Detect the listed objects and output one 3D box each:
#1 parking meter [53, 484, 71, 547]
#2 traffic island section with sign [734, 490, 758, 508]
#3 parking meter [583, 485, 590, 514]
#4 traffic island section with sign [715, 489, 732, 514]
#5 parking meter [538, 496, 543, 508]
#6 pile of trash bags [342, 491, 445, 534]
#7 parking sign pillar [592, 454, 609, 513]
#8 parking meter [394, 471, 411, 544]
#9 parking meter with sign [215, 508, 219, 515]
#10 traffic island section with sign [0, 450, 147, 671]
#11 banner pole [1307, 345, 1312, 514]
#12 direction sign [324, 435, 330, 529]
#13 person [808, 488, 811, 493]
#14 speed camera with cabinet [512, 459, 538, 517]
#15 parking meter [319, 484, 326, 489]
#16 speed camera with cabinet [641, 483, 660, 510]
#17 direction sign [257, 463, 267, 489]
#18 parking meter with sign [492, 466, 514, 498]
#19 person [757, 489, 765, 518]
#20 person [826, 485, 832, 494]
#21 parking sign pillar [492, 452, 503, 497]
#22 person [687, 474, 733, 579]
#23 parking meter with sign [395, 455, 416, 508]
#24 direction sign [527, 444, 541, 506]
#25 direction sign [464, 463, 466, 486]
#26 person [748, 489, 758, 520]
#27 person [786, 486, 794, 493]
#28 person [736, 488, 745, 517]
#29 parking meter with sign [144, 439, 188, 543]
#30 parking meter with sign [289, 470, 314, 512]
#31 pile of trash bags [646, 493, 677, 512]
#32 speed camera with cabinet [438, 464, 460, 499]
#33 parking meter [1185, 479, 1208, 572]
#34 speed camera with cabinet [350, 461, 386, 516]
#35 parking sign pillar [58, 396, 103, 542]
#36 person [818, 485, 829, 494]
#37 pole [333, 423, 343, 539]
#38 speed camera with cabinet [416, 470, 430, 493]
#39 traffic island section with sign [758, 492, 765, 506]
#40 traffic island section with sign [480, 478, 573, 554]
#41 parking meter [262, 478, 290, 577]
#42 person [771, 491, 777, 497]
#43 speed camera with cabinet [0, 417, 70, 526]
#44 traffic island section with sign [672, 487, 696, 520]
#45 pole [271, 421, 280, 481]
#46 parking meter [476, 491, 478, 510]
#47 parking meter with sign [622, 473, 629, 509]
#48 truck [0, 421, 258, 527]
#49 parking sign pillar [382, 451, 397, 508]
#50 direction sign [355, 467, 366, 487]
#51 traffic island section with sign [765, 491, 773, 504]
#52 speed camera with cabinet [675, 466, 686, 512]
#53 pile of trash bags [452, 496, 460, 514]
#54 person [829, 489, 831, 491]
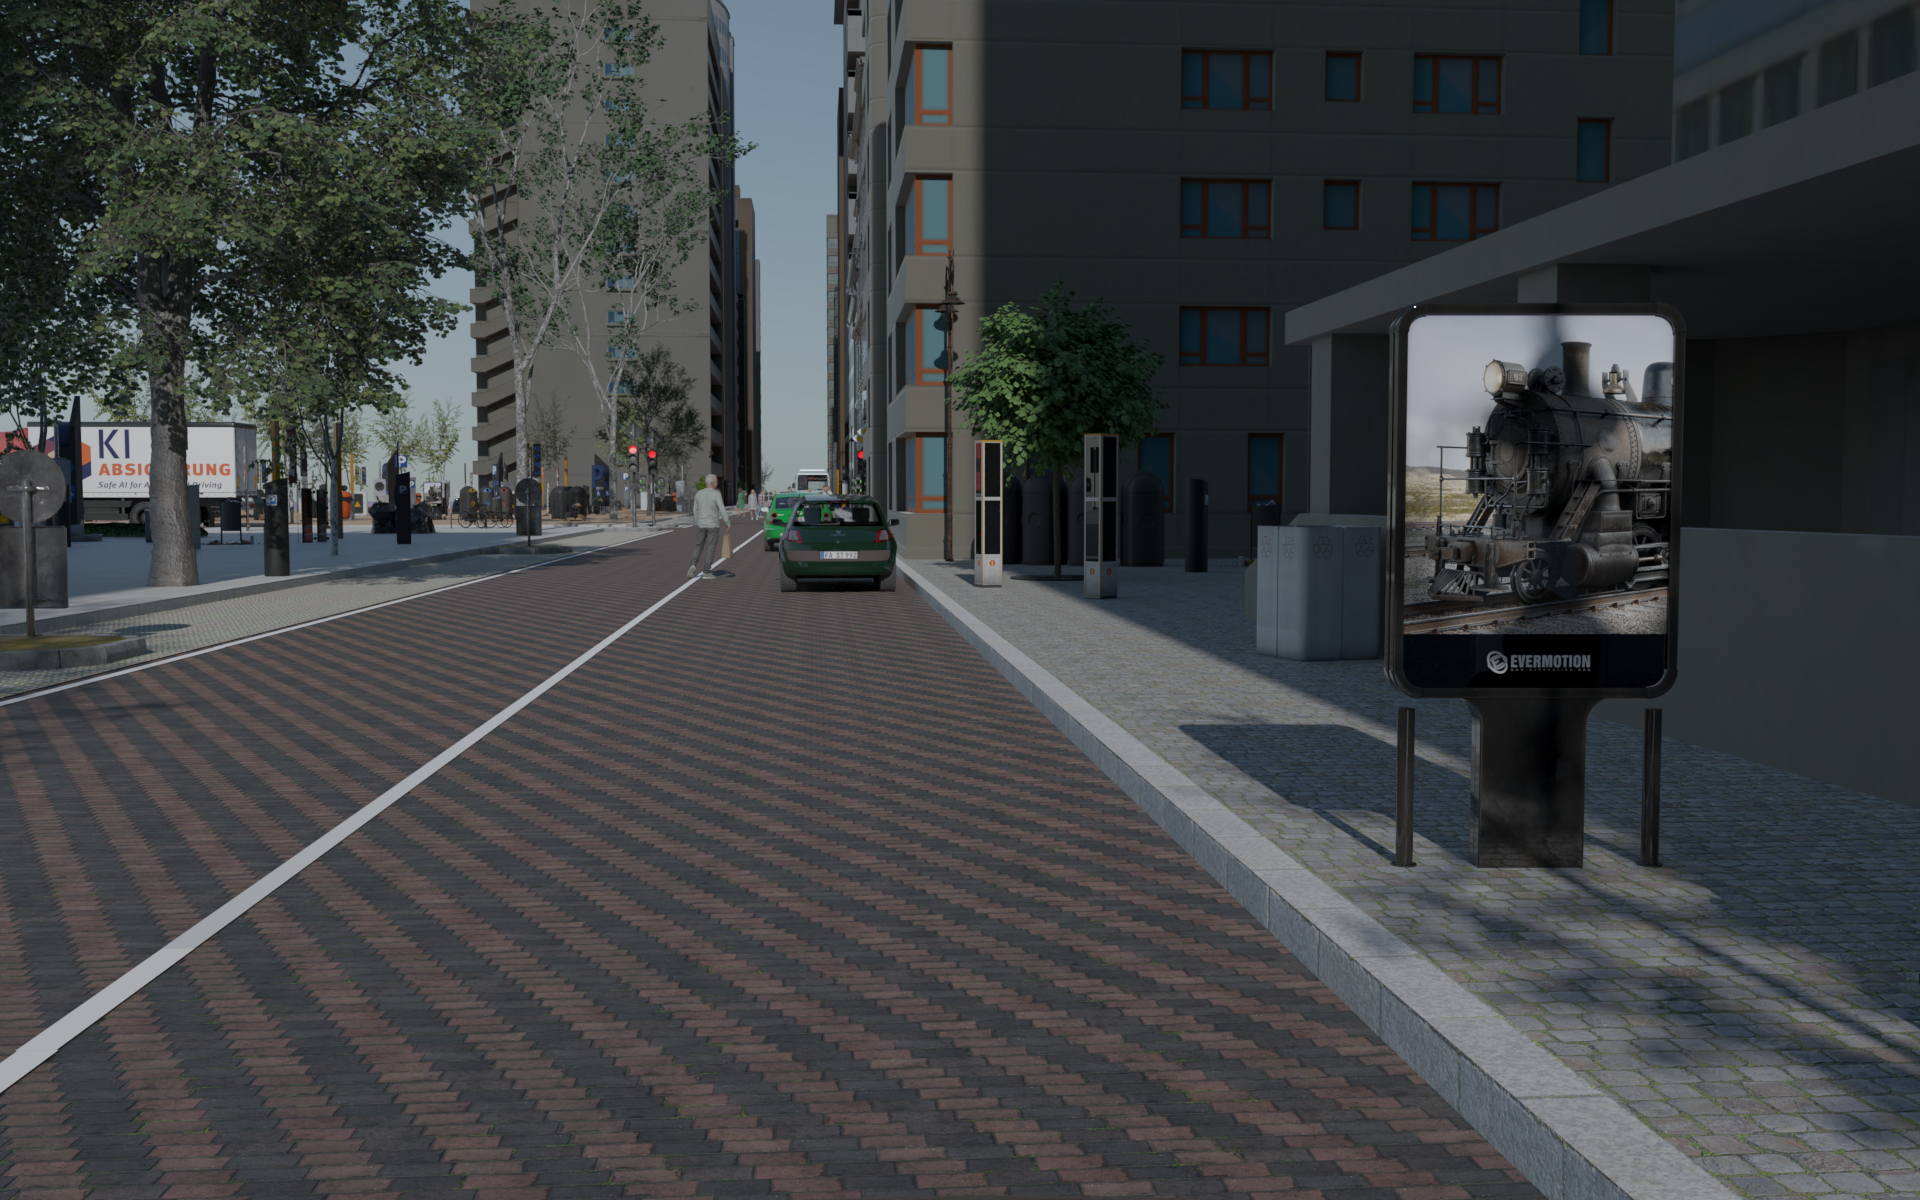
[{"bbox_3d":[-21.663,-2.040,41.766,0.372,1.533,0.369,0,3,0],"label":"parking meter"},{"bbox_3d":[-21.566,-10.078,173.400,1.989,1.847,2.006,0,4,-5],"label":"traffic island section with sign"},{"bbox_3d":[-24.079,-6.476,111.595,0.399,1.863,0.255,1,4,18],"label":"parking meter"},{"bbox_3d":[-17.414,-7.070,124.223,1.989,1.847,2.006,0,4,-5],"label":"traffic island section with sign"},{"bbox_3d":[-34.319,-8.313,141.624,0.255,1.863,0.399,1,4,23],"label":"parking meter"},{"bbox_3d":[-18.902,-2.875,56.761,3.447,1.369,1.912,1,4,9],"label":"pile of trash bags"},{"bbox_3d":[-24.097,-7.806,116.102,1.447,3.967,1.447,3,4,36],"label":"parking sign pillar"},{"bbox_3d":[-14.265,-2.361,44.316,0.399,1.863,0.255,-1,4,-19],"label":"parking meter"},{"bbox_3d":[-42.431,-6.262,98.649,0.543,3.016,1.738,-1,4,-21],"label":"parking meter with sign"},{"bbox_3d":[-8.170,-0.377,14.786,1.989,1.847,2.006,0,4,-5],"label":"traffic island section with sign"},{"bbox_3d":[5.503,-2.248,26.768,0.401,3.779,0.863,-1,4,-12],"label":"banner pole"},{"bbox_3d":[-23.360,-4.395,63.855,0.379,3.537,0.876,-2,4,-26],"label":"direction sign"},{"bbox_3d":[-9.383,-6.093,108.472,0.624,1.780,0.694,2,4,34],"label":"person"},{"bbox_3d":[-24.612,-6.261,96.711,2.038,3.252,0.660,-2,4,-30],"label":"speed camera with cabinet"},{"bbox_3d":[-35.323,-5.527,96.080,0.399,1.863,0.255,1,4,16],"label":"parking meter"},{"bbox_3d":[-24.675,-8.785,137.968,0.660,3.252,2.038,1,4,20],"label":"speed camera with cabinet"},{"bbox_3d":[-49.847,-8.039,123.434,0.876,3.537,0.379,0,4,4],"label":"direction sign"},{"bbox_3d":[-27.955,-6.775,107.033,1.738,3.016,0.543,-3,5,-42],"label":"parking meter with sign"},{"bbox_3d":[-12.174,-5.885,105.553,0.643,1.720,0.563,-1,4,-21],"label":"person"},{"bbox_3d":[-6.105,-4.358,79.851,0.679,1.850,0.850,3,5,40],"label":"person"},{"bbox_3d":[-29.667,-7.505,111.172,1.447,3.967,1.447,0,4,-2],"label":"parking sign pillar"},{"bbox_3d":[-4.195,-1.240,29.264,0.782,1.767,0.515,2,4,25],"label":"person"},{"bbox_3d":[-24.592,-4.951,77.204,0.543,3.016,1.738,-3,4,-38],"label":"parking meter with sign"},{"bbox_3d":[-19.212,-5.241,77.683,0.876,3.537,0.379,-2,4,-35],"label":"direction sign"},{"bbox_3d":[-36.087,-8.219,126.378,0.379,3.537,0.876,-1,4,-21],"label":"direction sign"},{"bbox_3d":[-11.544,-5.324,96.551,0.512,1.701,0.522,-1,4,-17],"label":"person"},{"bbox_3d":[-9.033,-5.189,93.152,0.655,1.846,0.447,-3,4,-36],"label":"person"},{"bbox_3d":[-13.522,-5.999,106.831,0.529,1.795,0.600,1,4,11],"label":"person"},{"bbox_3d":[-21.324,-3.071,46.479,0.543,3.016,1.738,0,4,-1],"label":"parking meter with sign"},{"bbox_3d":[-48.267,-7.987,126.855,1.738,3.016,0.543,-2,4,-28],"label":"parking meter with sign"},{"bbox_3d":[-21.523,-7.166,126.921,1.912,1.369,3.447,1,4,17],"label":"pile of trash bags"},{"bbox_3d":[-33.423,-7.358,114.632,2.038,3.252,0.660,0,4,-7],"label":"speed camera with cabinet"},{"bbox_3d":[3.889,-1.226,28.458,0.372,1.533,0.369,0,3,0],"label":"parking meter"},{"bbox_3d":[-34.833,-6.576,101.849,2.038,3.252,0.660,-1,4,-15],"label":"speed camera with cabinet"},{"bbox_3d":[-24.055,-3.570,46.847,1.447,3.967,1.447,-1,4,-20],"label":"parking sign pillar"},{"bbox_3d":[-6.070,-4.184,76.873,0.622,1.834,0.822,-3,5,-41],"label":"person"},{"bbox_3d":[-17.853,-3.418,49.725,0.158,3.312,0.155,0,3,0],"label":"pole"},{"bbox_3d":[-42.485,-8.684,136.322,2.038,3.252,0.660,-1,4,-21],"label":"speed camera with cabinet"},{"bbox_3d":[-23.833,-11.721,200.260,1.989,1.847,2.006,0,4,-5],"label":"traffic island section with sign"},{"bbox_3d":[-10.463,-2.039,41.969,1.989,1.847,2.006,0,4,-5],"label":"traffic island section with sign"},{"bbox_3d":[-10.678,-1.140,27.043,0.372,1.533,0.369,0,3,0],"label":"parking meter"},{"bbox_3d":[-19.287,-10.446,179.830,0.750,1.759,0.617,-2,4,-32],"label":"person"},{"bbox_3d":[-23.829,-3.058,44.330,2.038,3.252,0.660,1,4,13],"label":"speed camera with cabinet"},{"bbox_3d":[-15.137,-5.427,97.364,1.989,1.847,2.006,0,4,-5],"label":"traffic island section with sign"},{"bbox_3d":[-19.042,-3.327,48.241,0.158,3.312,0.155,0,3,0],"label":"pole"},{"bbox_3d":[-37.749,-7.735,134.884,0.372,1.533,0.369,0,3,0],"label":"parking meter"},{"bbox_3d":[-27.491,-8.952,142.625,0.543,3.016,1.738,-1,4,-12],"label":"parking meter with sign"},{"bbox_3d":[-33.761,-4.847,68.162,11.283,4.237,2.839,0,4,-3],"label":"truck"},{"bbox_3d":[-35.281,-7.257,107.129,1.447,3.967,1.447,0,4,7],"label":"parking sign pillar"},{"bbox_3d":[-49.741,-9.284,143.797,0.876,3.537,0.379,0,4,-6],"label":"direction sign"},{"bbox_3d":[-28.535,-15.122,255.878,1.989,1.847,2.006,0,4,-5],"label":"traffic island section with sign"},{"bbox_3d":[-19.752,-7.835,122.434,0.660,3.252,2.038,0,4,-5],"label":"speed camera with cabinet"},{"bbox_3d":[-33.339,-6.183,110.850,3.447,1.369,1.912,0,4,-3],"label":"pile of trash bags"},{"bbox_3d":[-6.769,-4.985,90.346,0.599,1.781,0.374,1,4,19],"label":"person"}]
